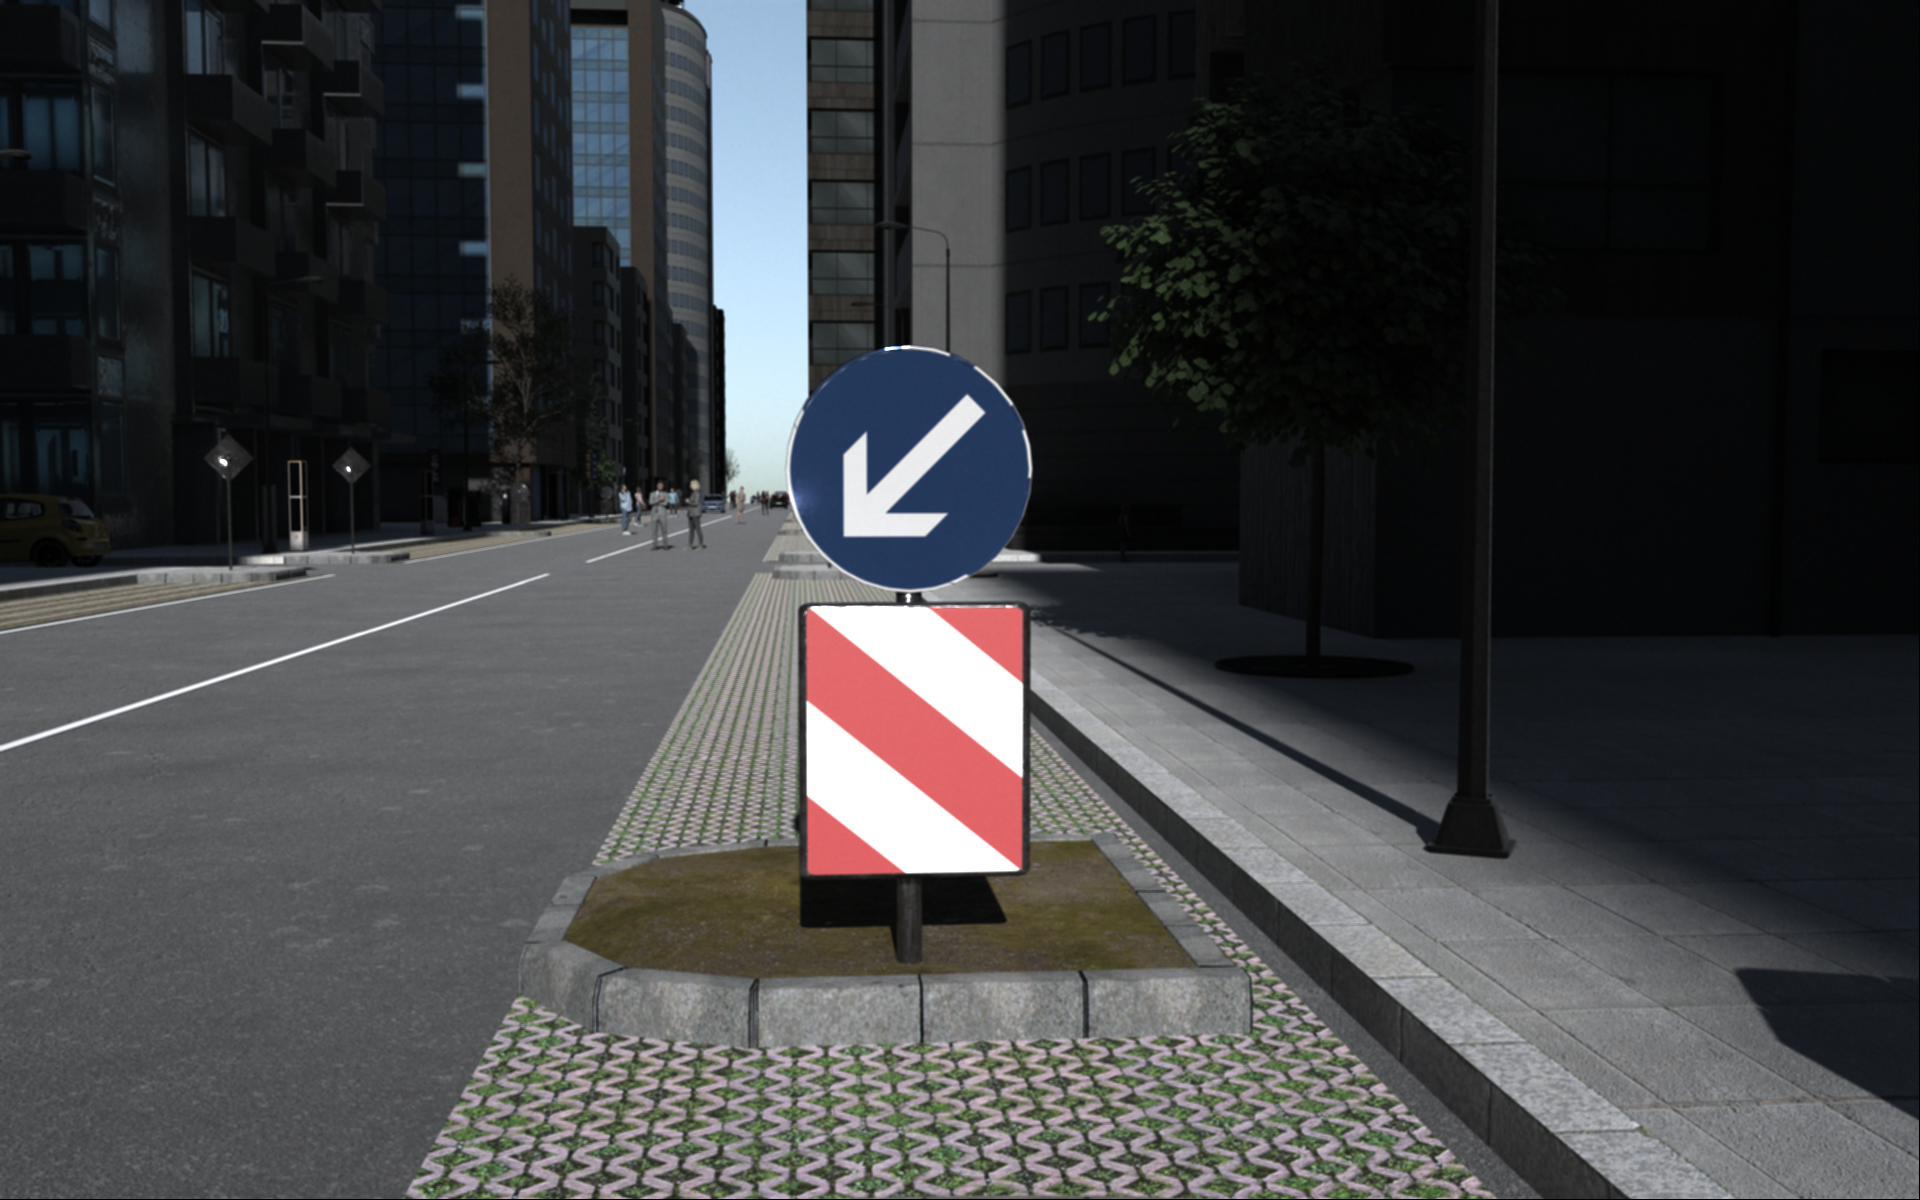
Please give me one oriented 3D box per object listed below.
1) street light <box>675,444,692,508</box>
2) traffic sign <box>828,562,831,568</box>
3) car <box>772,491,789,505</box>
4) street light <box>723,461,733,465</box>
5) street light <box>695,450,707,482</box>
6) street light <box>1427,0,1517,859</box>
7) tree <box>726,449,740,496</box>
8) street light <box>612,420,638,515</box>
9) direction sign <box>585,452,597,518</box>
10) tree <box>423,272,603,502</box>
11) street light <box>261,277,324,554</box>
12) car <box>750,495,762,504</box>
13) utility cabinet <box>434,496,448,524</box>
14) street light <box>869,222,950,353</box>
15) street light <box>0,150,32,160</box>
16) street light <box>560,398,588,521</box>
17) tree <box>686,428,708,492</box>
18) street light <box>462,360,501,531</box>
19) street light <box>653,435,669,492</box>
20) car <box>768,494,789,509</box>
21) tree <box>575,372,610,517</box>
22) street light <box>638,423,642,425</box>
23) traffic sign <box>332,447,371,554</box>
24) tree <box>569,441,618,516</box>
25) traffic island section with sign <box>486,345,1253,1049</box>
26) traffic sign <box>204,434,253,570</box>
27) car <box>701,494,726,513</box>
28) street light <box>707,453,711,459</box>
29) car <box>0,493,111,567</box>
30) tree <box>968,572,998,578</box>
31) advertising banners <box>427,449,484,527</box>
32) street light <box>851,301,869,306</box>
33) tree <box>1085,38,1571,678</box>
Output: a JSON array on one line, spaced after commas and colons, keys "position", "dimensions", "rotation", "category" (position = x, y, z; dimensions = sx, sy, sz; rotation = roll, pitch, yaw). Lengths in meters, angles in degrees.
[{"position": [-25.781, -11.486, 160.338], "dimensions": [1.470, 5.913, 1.316], "rotation": [0, 4, -5], "category": "street light"}, {"position": [-2.259, -1.610, 29.967], "dimensions": [0.795, 2.450, 0.064], "rotation": [0, 4, -5], "category": "traffic sign"}, {"position": [-23.126, -13.140, 223.513], "dimensions": [2.281, 1.827, 5.304], "rotation": [0, 4, -7], "category": "car"}, {"position": [-35.541, -17.939, 265.843], "dimensions": [1.470, 5.913, 1.316], "rotation": [0, 4, -5], "category": "street light"}, {"position": [-27.974, -12.947, 184.219], "dimensions": [1.470, 5.913, 1.316], "rotation": [0, 4, -5], "category": "street light"}, {"position": [1.313, -2.049, 6.044], "dimensions": [1.470, 5.913, 1.316], "rotation": [0, 4, -5], "category": "street light"}, {"position": [-36.525, -19.617, 271.104], "dimensions": [4.360, 8.622, 3.978], "rotation": [0, 3, 0], "category": "tree"}, {"position": [-21.063, -8.280, 107.915], "dimensions": [1.470, 5.913, 1.316], "rotation": [0, 4, -5], "category": "street light"}, {"position": [-19.923, -6.215, 93.608], "dimensions": [0.379, 3.537, 0.876], "rotation": [2, 4, 29], "category": "direction sign"}, {"position": [-19.108, -8.529, 73.867], "dimensions": [8.767, 10.594, 7.601], "rotation": [1, 4, 12], "category": "tree"}, {"position": [-14.290, -3.949, 37.105], "dimensions": [1.470, 5.913, 1.316], "rotation": [0, 4, -5], "category": "street light"}, {"position": [-30.527, -15.149, 260.264], "dimensions": [1.945, 1.354, 3.894], "rotation": [0, 4, -4], "category": "car"}, {"position": [-22.687, -3.961, 75.930], "dimensions": [0.306, 1.237, 1.020], "rotation": [2, 4, 32], "category": "utility cabinet"}, {"position": [-0.744, -3.499, 29.753], "dimensions": [1.470, 5.913, 1.316], "rotation": [0, 4, -5], "category": "street light"}, {"position": [-13.231, -3.116, 23.483], "dimensions": [1.470, 5.913, 1.316], "rotation": [0, 4, -5], "category": "street light"}, {"position": [-18.581, -6.786, 83.484], "dimensions": [1.470, 5.913, 1.316], "rotation": [0, 4, -5], "category": "street light"}, {"position": [-29.436, -14.468, 186.906], "dimensions": [4.360, 8.622, 3.978], "rotation": [0, 3, 0], "category": "tree"}, {"position": [-16.641, -5.366, 60.276], "dimensions": [1.470, 5.913, 1.316], "rotation": [0, 4, -5], "category": "street light"}, {"position": [-23.721, -10.067, 137.141], "dimensions": [1.470, 5.913, 1.316], "rotation": [0, 4, -5], "category": "street light"}, {"position": [-17.463, -9.591, 166.597], "dimensions": [2.009, 1.686, 4.222], "rotation": [0, 4, -7], "category": "car"}, {"position": [-21.751, -9.055, 98.409], "dimensions": [4.360, 8.622, 3.978], "rotation": [0, 3, 0], "category": "tree"}, {"position": [-21.529, -8.617, 113.434], "dimensions": [1.470, 5.913, 1.316], "rotation": [0, 4, -5], "category": "street light"}, {"position": [-12.994, -2.042, 37.023], "dimensions": [0.795, 2.450, 0.064], "rotation": [0, 4, -5], "category": "traffic sign"}, {"position": [-22.192, -7.318, 103.363], "dimensions": [4.285, 4.588, 4.351], "rotation": [0, 3, 0], "category": "tree"}, {"position": [-0.306, 0.197, 5.415], "dimensions": [1.989, 1.847, 2.006], "rotation": [0, 4, -5], "category": "traffic island section with sign"}, {"position": [-12.263, -1.555, 29.071], "dimensions": [0.795, 2.450, 0.064], "rotation": [0, 4, -5], "category": "traffic sign"}, {"position": [-18.936, -7.396, 132.929], "dimensions": [2.014, 1.417, 4.499], "rotation": [0, 4, -6], "category": "car"}, {"position": [-29.045, -13.652, 195.743], "dimensions": [1.470, 5.913, 1.316], "rotation": [0, 4, -5], "category": "street light"}, {"position": [-18.381, -1.388, 32.912], "dimensions": [3.980, 1.641, 2.015], "rotation": [0, 4, -3], "category": "car"}, {"position": [0.183, -1.980, 26.980], "dimensions": [1.663, 3.219, 1.824], "rotation": [0, 3, 0], "category": "tree"}, {"position": [-19.576, -4.343, 67.192], "dimensions": [2.074, 3.025, 0.090], "rotation": [-1, 4, -9], "category": "advertising banners"}, {"position": [-1.922, -4.237, 41.812], "dimensions": [1.470, 5.913, 1.316], "rotation": [0, 4, -5], "category": "street light"}, {"position": [2.627, -1.763, 12.535], "dimensions": [4.285, 4.588, 4.351], "rotation": [0, 3, 0], "category": "tree"}]
